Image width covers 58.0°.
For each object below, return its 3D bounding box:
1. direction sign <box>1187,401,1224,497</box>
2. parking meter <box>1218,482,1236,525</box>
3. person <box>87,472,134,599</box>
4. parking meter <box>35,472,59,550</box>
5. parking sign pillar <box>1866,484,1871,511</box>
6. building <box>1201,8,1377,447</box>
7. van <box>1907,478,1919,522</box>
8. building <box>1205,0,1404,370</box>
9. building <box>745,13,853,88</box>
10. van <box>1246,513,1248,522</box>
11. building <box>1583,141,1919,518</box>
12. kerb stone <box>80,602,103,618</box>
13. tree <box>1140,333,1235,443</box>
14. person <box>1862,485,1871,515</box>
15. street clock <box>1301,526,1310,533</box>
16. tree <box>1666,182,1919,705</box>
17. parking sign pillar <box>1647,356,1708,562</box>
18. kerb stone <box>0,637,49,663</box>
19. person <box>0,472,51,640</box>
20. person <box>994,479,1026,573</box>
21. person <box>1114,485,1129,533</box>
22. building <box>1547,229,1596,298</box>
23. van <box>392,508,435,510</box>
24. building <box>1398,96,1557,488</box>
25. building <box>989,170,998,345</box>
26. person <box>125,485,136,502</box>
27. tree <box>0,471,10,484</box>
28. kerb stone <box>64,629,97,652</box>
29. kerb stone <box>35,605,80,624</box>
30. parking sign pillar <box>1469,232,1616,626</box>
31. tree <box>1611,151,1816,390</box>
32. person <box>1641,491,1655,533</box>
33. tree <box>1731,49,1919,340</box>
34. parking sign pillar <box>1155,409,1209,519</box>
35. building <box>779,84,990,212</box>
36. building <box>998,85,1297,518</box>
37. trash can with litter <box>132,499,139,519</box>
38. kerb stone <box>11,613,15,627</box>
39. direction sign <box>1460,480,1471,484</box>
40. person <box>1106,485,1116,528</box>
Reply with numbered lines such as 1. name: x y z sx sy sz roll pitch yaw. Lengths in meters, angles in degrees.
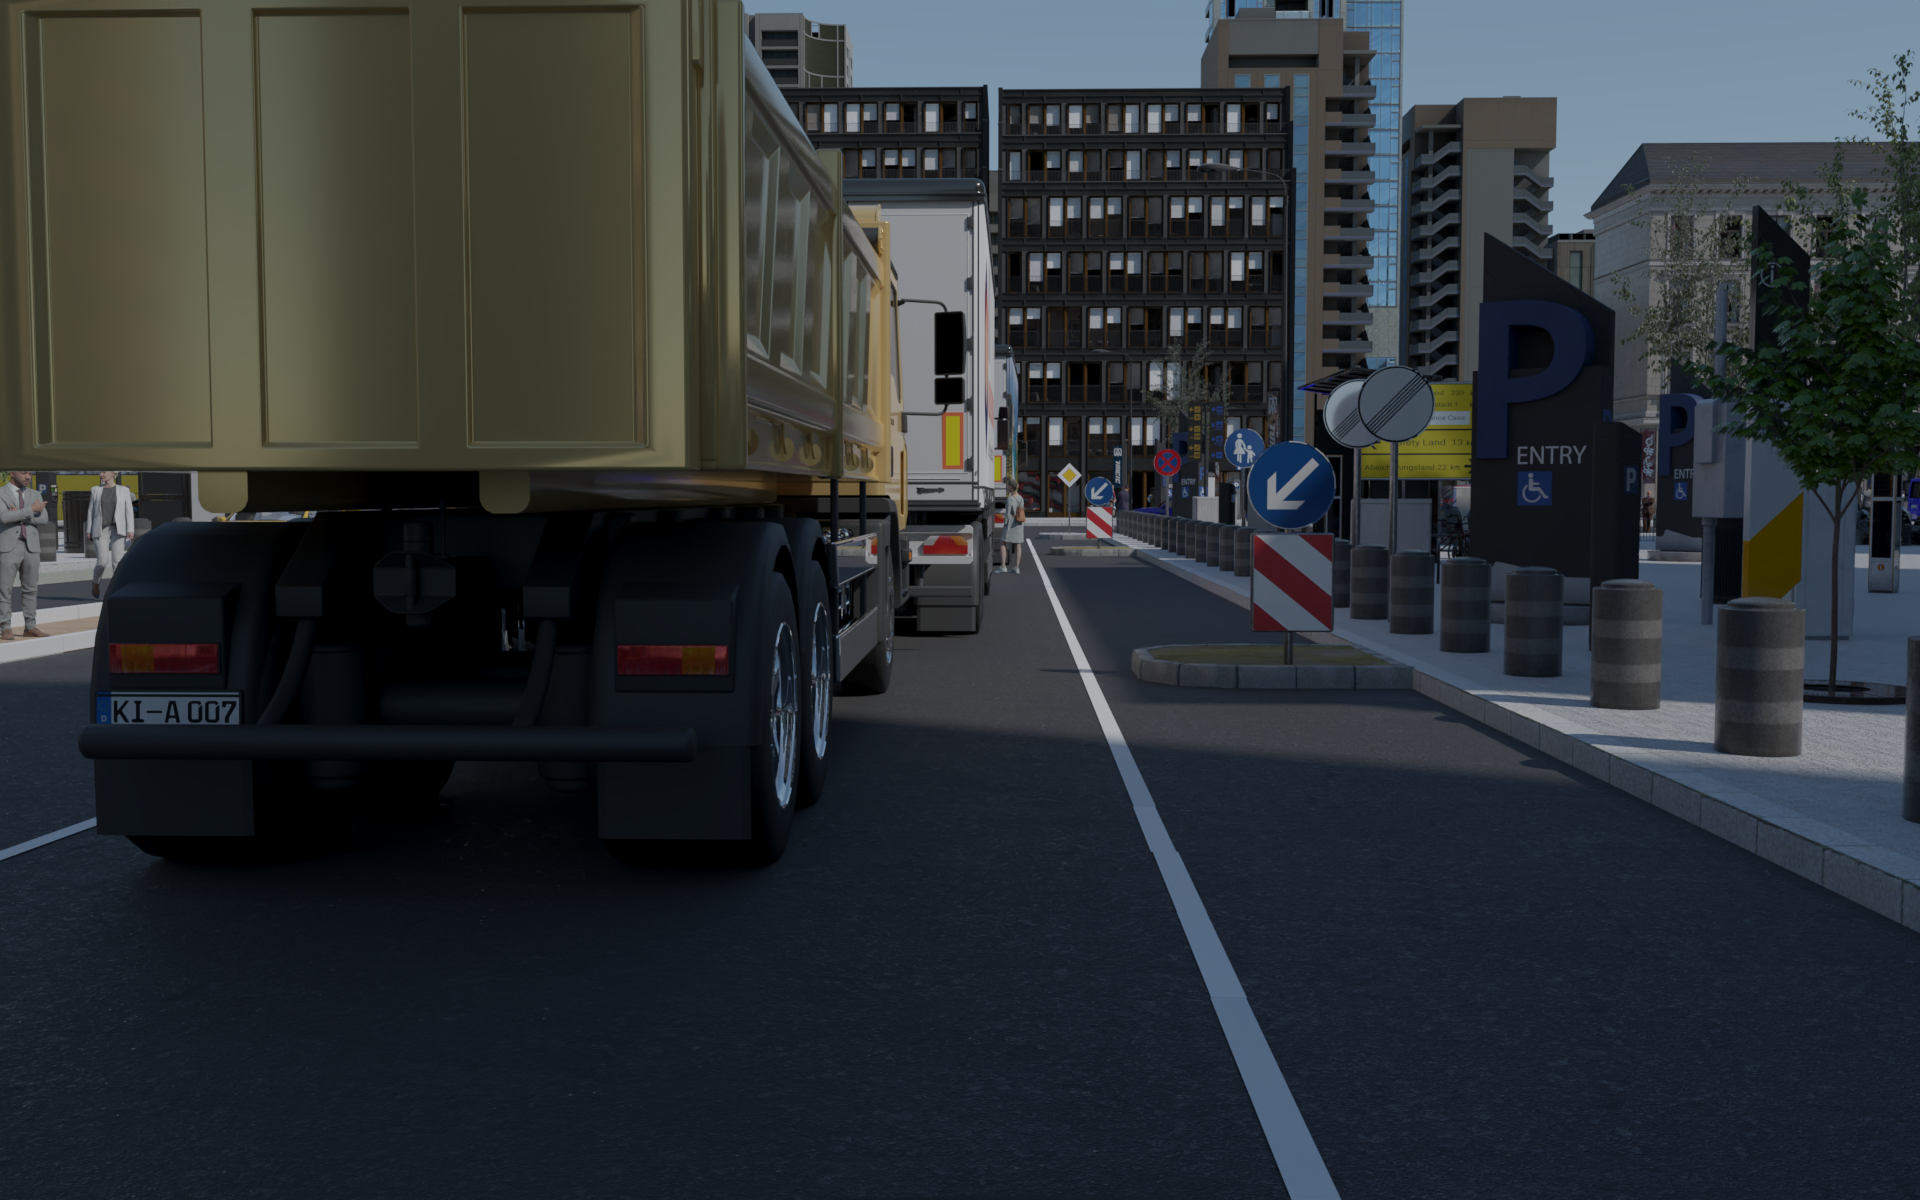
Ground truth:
1. direction sign: 6.016 -3.086 42.451 0.876 3.537 0.379 1 4 11
2. parking meter: 5.844 -1.805 37.926 0.372 1.533 0.369 0 3 0
3. person: -11.318 -0.896 23.031 0.514 1.842 0.818 -3 5 -43
4. parking meter: -20.737 -2.058 39.357 0.399 1.863 0.255 1 4 8
5. parking sign pillar: 44.653 -5.829 83.778 1.447 3.967 1.447 -3 5 -41
6. building: 30.009 -31.283 161.585 14.600 45.320 14.200 0 4 2
7. van: 39.434 -3.804 66.579 5.245 2.365 2.240 0 4 2
8. building: 34.454 -53.219 182.801 22.319 86.520 31.000 0 4 2
9. building: -27.156 -50.336 261.251 20.611 71.187 20.563 0 4 2
10. van: 13.417 -3.690 64.721 5.245 2.365 2.240 0 4 1
11. building: 38.214 -15.045 96.895 40.483 20.767 10.553 0 4 2
12. kerb stone: -10.126 0.115 20.324 0.120 0.150 1.000 0 4 2
13. tree: 10.517 -7.938 80.156 4.360 8.622 3.978 0 3 0
14. person: 37.255 -3.822 71.176 0.592 1.802 0.473 1 4 22
15. street clock: 10.296 -2.876 51.587 0.358 2.002 0.471 3 5 42
16. tree: 5.600 -0.991 10.807 1.663 3.219 1.824 0 3 0
17. parking sign pillar: 14.013 -2.739 33.250 1.447 3.967 1.447 -1 4 -19
18. kerb stone: -8.165 0.436 15.125 0.120 0.150 1.000 0 4 2
19. person: -9.220 -0.511 17.030 0.466 1.800 0.511 1 4 21
20. person: 0.961 -1.339 31.389 0.522 1.701 0.512 3 4 38
21. person: 5.999 -3.341 63.573 0.683 1.767 0.568 1 4 12
22. building: 71.076 -25.761 192.891 14.107 30.474 14.160 0 4 2
23. van: -19.606 -3.343 61.669 4.112 2.044 2.013 0 4 3
24. building: 56.412 -33.164 192.336 14.200 45.320 14.600 0 4 2
25. building: 8.191 -39.001 261.366 21.600 48.544 21.300 0 4 2
26. person: -33.136 -3.688 68.997 0.606 1.804 0.583 -1 4 -21
27. tree: -29.062 -6.150 50.908 4.737 8.622 4.395 0 3 0
28. kerb stone: -8.143 0.373 16.149 0.120 0.150 1.000 0 4 2
29. kerb stone: -10.155 0.178 19.293 0.120 0.150 1.000 0 4 2
30. parking sign pillar: 5.864 -1.773 17.465 1.447 3.967 1.447 3 4 36
31. tree: 16.021 -5.313 37.226 4.360 8.622 3.978 0 3 0
32. person: 25.290 -3.232 63.619 0.482 1.546 0.388 2 4 27
33. tree: 15.314 -4.784 28.579 4.737 8.622 4.395 0 3 0
34. parking sign pillar: 7.264 -4.048 54.655 1.447 3.967 1.447 -2 4 -32
35. building: -6.315 -16.431 98.319 15.834 23.373 12.332 0 4 2
36. building: 10.092 -16.443 98.513 15.834 23.373 12.332 0 4 2
37. trash can with litter: -20.956 -2.012 44.279 0.624 1.170 1.055 -2 4 -29
38. kerb stone: -10.179 0.240 18.269 0.120 0.150 1.000 0 4 2
39. direction sign: 31.114 -7.002 106.483 0.876 3.537 0.379 -1 4 -22
40. person: 6.275 -3.900 72.242 0.573 1.828 0.580 -1 4 -23
